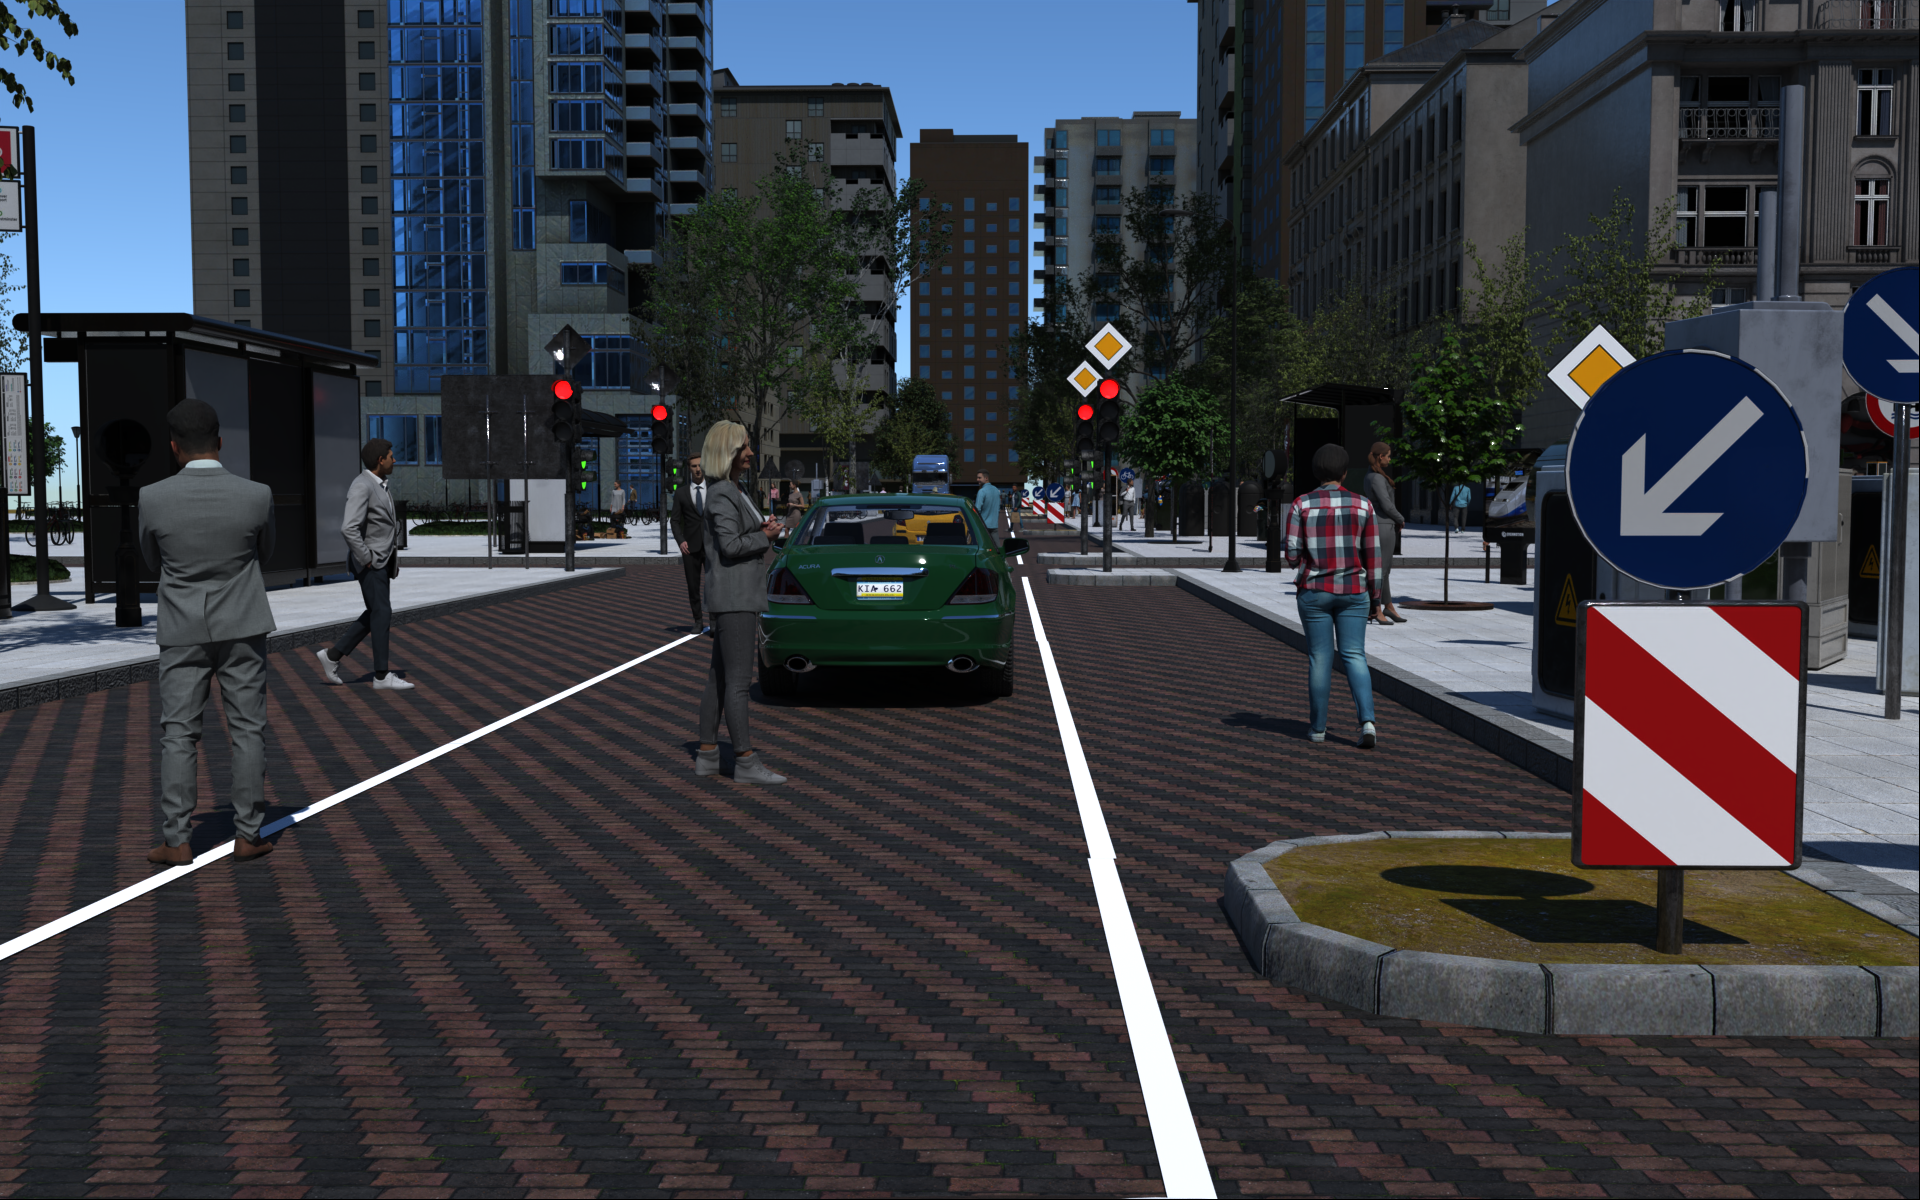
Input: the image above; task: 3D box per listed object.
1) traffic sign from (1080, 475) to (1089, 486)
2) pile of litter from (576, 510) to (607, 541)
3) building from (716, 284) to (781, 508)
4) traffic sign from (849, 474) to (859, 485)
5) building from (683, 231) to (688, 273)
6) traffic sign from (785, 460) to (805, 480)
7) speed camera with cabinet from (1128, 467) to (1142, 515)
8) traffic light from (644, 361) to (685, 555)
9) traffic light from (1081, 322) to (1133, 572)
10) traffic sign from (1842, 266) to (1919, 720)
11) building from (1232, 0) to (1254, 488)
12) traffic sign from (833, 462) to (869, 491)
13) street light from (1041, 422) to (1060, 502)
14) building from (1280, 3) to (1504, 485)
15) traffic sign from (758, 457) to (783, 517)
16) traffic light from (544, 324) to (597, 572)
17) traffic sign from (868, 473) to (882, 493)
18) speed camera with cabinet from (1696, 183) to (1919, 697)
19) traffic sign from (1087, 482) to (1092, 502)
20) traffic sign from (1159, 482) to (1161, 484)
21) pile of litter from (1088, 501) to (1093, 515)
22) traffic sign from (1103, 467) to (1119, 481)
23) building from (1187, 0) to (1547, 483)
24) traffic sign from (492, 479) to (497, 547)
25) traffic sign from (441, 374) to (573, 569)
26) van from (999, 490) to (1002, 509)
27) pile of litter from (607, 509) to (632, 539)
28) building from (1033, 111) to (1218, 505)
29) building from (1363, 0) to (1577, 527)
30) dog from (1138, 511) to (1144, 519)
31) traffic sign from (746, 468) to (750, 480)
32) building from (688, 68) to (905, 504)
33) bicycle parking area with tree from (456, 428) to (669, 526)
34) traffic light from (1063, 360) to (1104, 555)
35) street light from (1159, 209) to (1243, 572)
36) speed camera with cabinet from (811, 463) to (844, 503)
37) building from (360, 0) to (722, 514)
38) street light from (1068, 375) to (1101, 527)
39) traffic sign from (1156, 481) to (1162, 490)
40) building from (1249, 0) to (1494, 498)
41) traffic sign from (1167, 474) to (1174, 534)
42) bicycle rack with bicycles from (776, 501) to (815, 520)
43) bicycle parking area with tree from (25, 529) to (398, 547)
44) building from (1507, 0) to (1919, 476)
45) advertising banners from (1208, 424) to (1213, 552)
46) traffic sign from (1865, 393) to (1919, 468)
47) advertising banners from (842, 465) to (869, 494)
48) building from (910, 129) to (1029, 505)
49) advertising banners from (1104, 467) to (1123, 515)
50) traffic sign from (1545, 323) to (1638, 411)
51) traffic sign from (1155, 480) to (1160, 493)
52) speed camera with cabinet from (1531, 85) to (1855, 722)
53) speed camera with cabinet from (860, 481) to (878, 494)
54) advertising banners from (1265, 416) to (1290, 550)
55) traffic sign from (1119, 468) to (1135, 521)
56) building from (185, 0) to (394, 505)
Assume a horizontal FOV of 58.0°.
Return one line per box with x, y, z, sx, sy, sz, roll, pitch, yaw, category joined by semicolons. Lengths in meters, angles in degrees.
7.786;-6.671;109.182;0.768;2.556;0.104;1;4;8;traffic sign
-10.664;-2.084;48.041;1.176;0.858;1.719;0;4;4;pile of litter
-32.895;-19.321;160.939;28.899;21.520;27.650;0;4;1;building
-6.613;-6.546;107.140;0.768;2.556;0.104;0;4;8;traffic sign
-47.932;-34.637;220.939;28.867;44.769;22.147;0;4;1;building
-6.127;-3.916;64.133;0.768;2.556;0.104;0;4;7;traffic sign
10.548;-6.768;104.998;0.660;3.252;2.038;0;4;-7;speed camera with cabinet
-6.258;-2.916;36.594;0.839;4.253;0.868;0;4;1;traffic light
2.408;-2.415;28.414;0.839;4.253;0.868;0;4;1;traffic light
5.322;-0.593;9.807;0.768;2.556;0.104;0;4;6;traffic sign
28.558;-27.789;137.948;14.154;41.232;14.086;0;4;1;building
-6.883;-7.064;109.373;2.265;3.308;0.079;0;4;7;traffic sign
5.840;-8.498;111.487;1.470;5.913;1.316;0;4;1;street light
26.307;-18.421;98.454;12.463;27.353;25.104;0;4;1;building
-6.600;-3.683;60.214;0.884;2.594;0.081;1;4;11;traffic sign
-6.451;-2.428;28.611;0.839;4.253;0.868;0;4;1;traffic light
-5.204;-6.466;105.730;0.884;2.594;0.081;0;4;6;traffic sign
5.969;-1.033;11.220;2.038;3.252;0.660;2;4;33;speed camera with cabinet
8.351;-6.709;111.813;0.606;2.300;0.079;1;4;11;traffic sign
9.696;-5.017;84.149;0.606;2.300;0.079;0;4;7;traffic sign
8.264;-5.605;105.600;1.176;0.858;1.719;3;5;44;pile of litter
7.131;-5.018;82.142;0.768;2.556;0.104;0;4;2;traffic sign
36.425;-34.797;158.165;28.713;52.752;27.495;0;4;1;building
-11.244;-2.550;41.802;0.768;2.556;0.104;0;4;3;traffic sign
-7.723;-2.182;29.542;2.265;3.308;0.079;0;4;3;traffic sign
3.309;-9.936;169.470;2.013;2.044;4.112;0;4;1;van
-10.125;-2.210;50.093;1.176;0.858;1.719;-1;4;-19;pile of litter
24.509;-36.693;219.540;30.456;49.044;23.786;0;4;1;building
24.521;-13.912;76.604;9.793;20.994;18.267;0;4;1;building
9.630;-4.435;90.253;0.748;0.427;0.550;0;4;-5;dog
-10.074;-5.041;82.419;0.884;2.594;0.081;0;4;2;traffic sign
-19.685;-38.767;223.077;27.495;52.752;28.713;0;4;1;building
-17.034;-5.123;70.770;8.231;4.147;9.016;3;4;37;bicycle parking area with tree
2.601;-2.904;36.397;0.839;4.253;0.868;0;4;1;traffic light
3.937;-3.414;28.364;1.470;5.913;1.316;0;4;1;street light
-8.406;-7.092;110.289;2.038;3.252;0.660;1;4;9;speed camera with cabinet
-29.220;-49.744;125.988;22.319;86.520;31.000;0;4;1;building
4.789;-5.794;67.273;1.470;5.913;1.316;0;4;1;street light
8.813;-4.724;77.340;0.768;2.556;0.104;1;4;10;traffic sign
28.759;-28.966;123.698;14.600;45.320;14.200;0;4;1;building
6.773;-3.373;55.257;0.768;2.556;0.104;0;4;7;traffic sign
-7.261;-4.362;84.695;2.852;0.926;2.925;-3;5;-43;bicycle rack with bicycles
-19.285;-3.590;45.696;8.231;4.147;9.016;1;4;9;bicycle parking area with tree
31.314;-13.033;54.882;24.055;21.916;13.314;0;4;1;building
5.649;-2.614;38.930;0.090;3.025;2.074;1;4;9;advertising banners
8.811;-0.982;16.162;0.768;2.556;0.104;1;4;8;traffic sign
-6.305;-6.655;105.002;2.074;3.025;0.090;2;4;31;advertising banners
1.270;-34.582;215.523;14.200;45.320;14.600;0;4;1;building
9.713;-6.851;108.204;0.090;3.025;2.074;-3;4;-37;advertising banners
4.934;-0.834;13.377;0.795;2.593;0.064;0;4;6;traffic sign
7.736;-4.131;67.655;0.768;2.556;0.104;0;4;2;traffic sign
3.766;-0.907;9.163;0.660;3.252;2.038;0;4;-8;speed camera with cabinet
-5.810;-7.120;110.754;0.660;3.252;2.038;-1;4;-21;speed camera with cabinet
7.360;-2.688;40.132;0.090;3.025;2.074;0;4;-3;advertising banners
8.016;-5.078;83.123;0.768;2.556;0.104;0;4;2;traffic sign
-57.979;-44.356;163.471;20.611;71.187;20.563;0;4;1;building
